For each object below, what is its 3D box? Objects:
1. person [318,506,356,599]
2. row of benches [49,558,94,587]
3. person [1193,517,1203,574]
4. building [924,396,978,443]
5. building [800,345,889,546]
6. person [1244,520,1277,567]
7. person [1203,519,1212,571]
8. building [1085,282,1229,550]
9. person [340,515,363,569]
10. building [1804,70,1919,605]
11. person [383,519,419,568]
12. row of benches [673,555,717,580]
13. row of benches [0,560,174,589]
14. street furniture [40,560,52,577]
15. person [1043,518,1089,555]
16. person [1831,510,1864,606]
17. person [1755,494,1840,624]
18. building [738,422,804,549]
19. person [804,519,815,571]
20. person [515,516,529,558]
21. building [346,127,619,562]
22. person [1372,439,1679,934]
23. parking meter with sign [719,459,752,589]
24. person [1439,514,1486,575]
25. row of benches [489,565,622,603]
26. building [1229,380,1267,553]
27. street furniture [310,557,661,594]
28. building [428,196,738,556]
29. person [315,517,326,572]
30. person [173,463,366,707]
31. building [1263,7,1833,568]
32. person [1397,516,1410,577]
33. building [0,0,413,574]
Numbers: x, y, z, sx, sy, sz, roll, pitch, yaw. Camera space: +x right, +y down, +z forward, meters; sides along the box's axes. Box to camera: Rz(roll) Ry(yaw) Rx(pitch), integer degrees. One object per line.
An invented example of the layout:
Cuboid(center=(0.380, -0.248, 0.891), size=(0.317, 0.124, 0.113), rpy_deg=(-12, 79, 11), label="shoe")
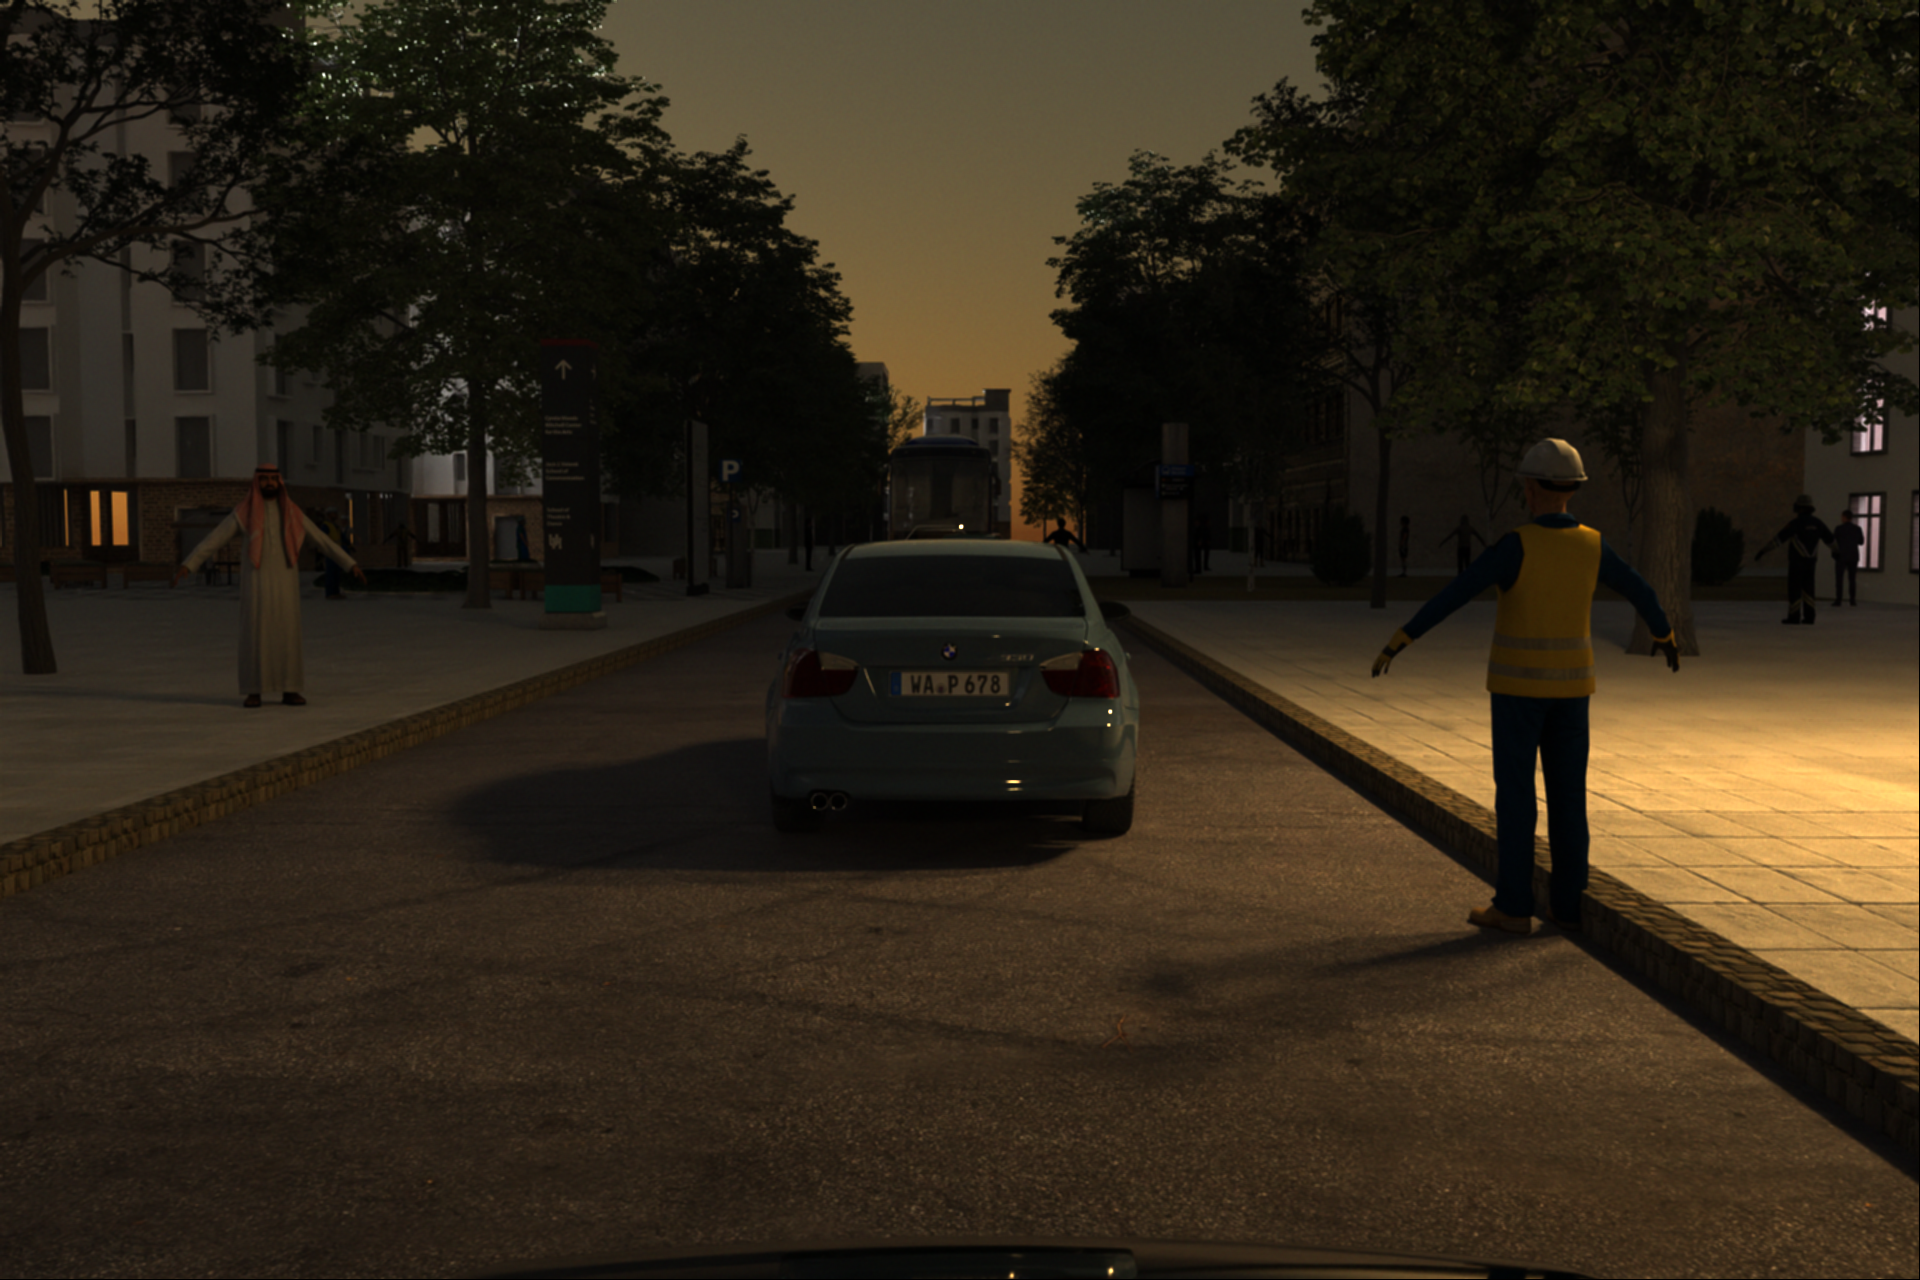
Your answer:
Cuboid(center=(-12.447, -1.741, 34.436), size=(0.705, 1.833, 1.349), rpy_deg=(1, 4, 9), label="person")
Cuboid(center=(-22.461, -1.729, 43.729), size=(1.422, 0.672, 4.104), rpy_deg=(-2, 4, -32), label="row of benches")
Cuboid(center=(7.594, -3.033, 55.522), size=(0.705, 1.837, 1.347), rpy_deg=(0, 4, -6), label="person")
Cuboid(center=(-4.363, -22.655, 229.293), size=(11.380, 20.090, 16.016), rpy_deg=(0, 4, -5), label="building")
Cuboid(center=(-23.073, -22.020, 204.005), size=(27.936, 21.610, 32.646), rpy_deg=(0, 4, 0), label="building")
Cuboid(center=(11.681, -3.755, 67.535), size=(1.346, 1.812, 0.704), rpy_deg=(-1, 4, -10), label="person")
Cuboid(center=(8.706, -3.343, 60.881), size=(0.704, 1.802, 1.346), rpy_deg=(1, 4, 10), label="person")
Cuboid(center=(25.172, -19.146, 157.019), size=(27.936, 21.610, 32.646), rpy_deg=(0, 4, 0), label="building")
Cuboid(center=(-18.078, -2.751, 50.829), size=(1.347, 1.847, 0.705), rpy_deg=(1, 4, 16), label="person")
Cuboid(center=(21.679, -4.865, 21.698), size=(9.099, 9.664, 28.070), rpy_deg=(0, 4, 1), label="building")
Cuboid(center=(-21.278, -3.687, 66.043), size=(1.354, 1.858, 0.705), rpy_deg=(-2, 4, -32), label="person")
Cuboid(center=(-7.725, -2.144, 50.522), size=(1.422, 0.672, 4.104), rpy_deg=(0, 4, 1), label="row of benches")
Cuboid(center=(-20.685, -1.535, 40.561), size=(4.104, 0.672, 1.422), rpy_deg=(-1, 4, -22), label="row of benches")
Cuboid(center=(-31.290, -2.172, 51.132), size=(10.072, 0.657, 5.734), rpy_deg=(0, 4, -7), label="street furniture")
Cuboid(center=(2.442, -2.024, 41.739), size=(1.347, 1.806, 0.705), rpy_deg=(0, 4, 2), label="person")
Cuboid(center=(15.779, -1.458, 30.808), size=(0.541, 1.710, 0.530), rpy_deg=(1, 4, 19), label="person")
Cuboid(center=(11.985, -1.150, 24.677), size=(1.351, 1.845, 0.704), rpy_deg=(-1, 4, -12), label="person")
Cuboid(center=(-24.869, -18.405, 167.381), size=(16.747, 18.905, 31.486), rpy_deg=(0, 3, 0), label="building")
Cuboid(center=(-5.235, -3.308, 60.274), size=(0.705, 1.806, 1.347), rpy_deg=(-1, 4, -10), label="person")
Cuboid(center=(-12.972, -2.767, 51.369), size=(0.704, 1.817, 1.347), rpy_deg=(-1, 4, -19), label="person")
Cuboid(center=(-23.892, -13.787, 81.844), size=(16.016, 20.090, 11.380), rpy_deg=(0, 4, 2), label="building")
Cuboid(center=(2.093, 0.158, 6.338), size=(1.216, 1.772, 0.721), rpy_deg=(-1, 4, -11), label="person")
Cuboid(center=(-5.281, -2.742, 41.091), size=(0.543, 3.016, 1.738), rpy_deg=(0, 4, 3), label="parking meter with sign")
Cuboid(center=(13.524, -2.470, 46.510), size=(1.348, 1.813, 0.705), rpy_deg=(-1, 4, -10), label="person")
Cuboid(center=(-8.021, -1.109, 33.597), size=(4.104, 0.672, 1.422), rpy_deg=(3, 5, 44), label="row of benches")
Cuboid(center=(27.241, -14.685, 106.559), size=(16.747, 18.905, 31.486), rpy_deg=(0, 4, 1), label="building")
Cuboid(center=(-11.648, -1.632, 42.309), size=(5.734, 0.657, 10.072), rpy_deg=(2, 4, 27), label="street furniture")
Cuboid(center=(-24.457, -16.977, 108.498), size=(19.493, 23.208, 18.063), rpy_deg=(0, 4, 0), label="building")
Cuboid(center=(-21.808, -3.258, 59.050), size=(0.705, 1.856, 1.354), rpy_deg=(0, 4, 4), label="person")
Cuboid(center=(-5.149, -0.415, 12.936), size=(1.347, 1.811, 0.704), rpy_deg=(-2, 4, -30), label="person")
Cuboid(center=(23.893, -14.856, 73.822), size=(19.493, 23.208, 18.063), rpy_deg=(0, 4, 0), label="building")
Cuboid(center=(13.224, -2.787, 51.713), size=(0.704, 1.843, 1.345), rpy_deg=(1, 4, 14), label="person")
Cuboid(center=(-27.560, -12.310, 57.696), size=(16.016, 20.090, 11.380), rpy_deg=(0, 4, 1), label="building")
